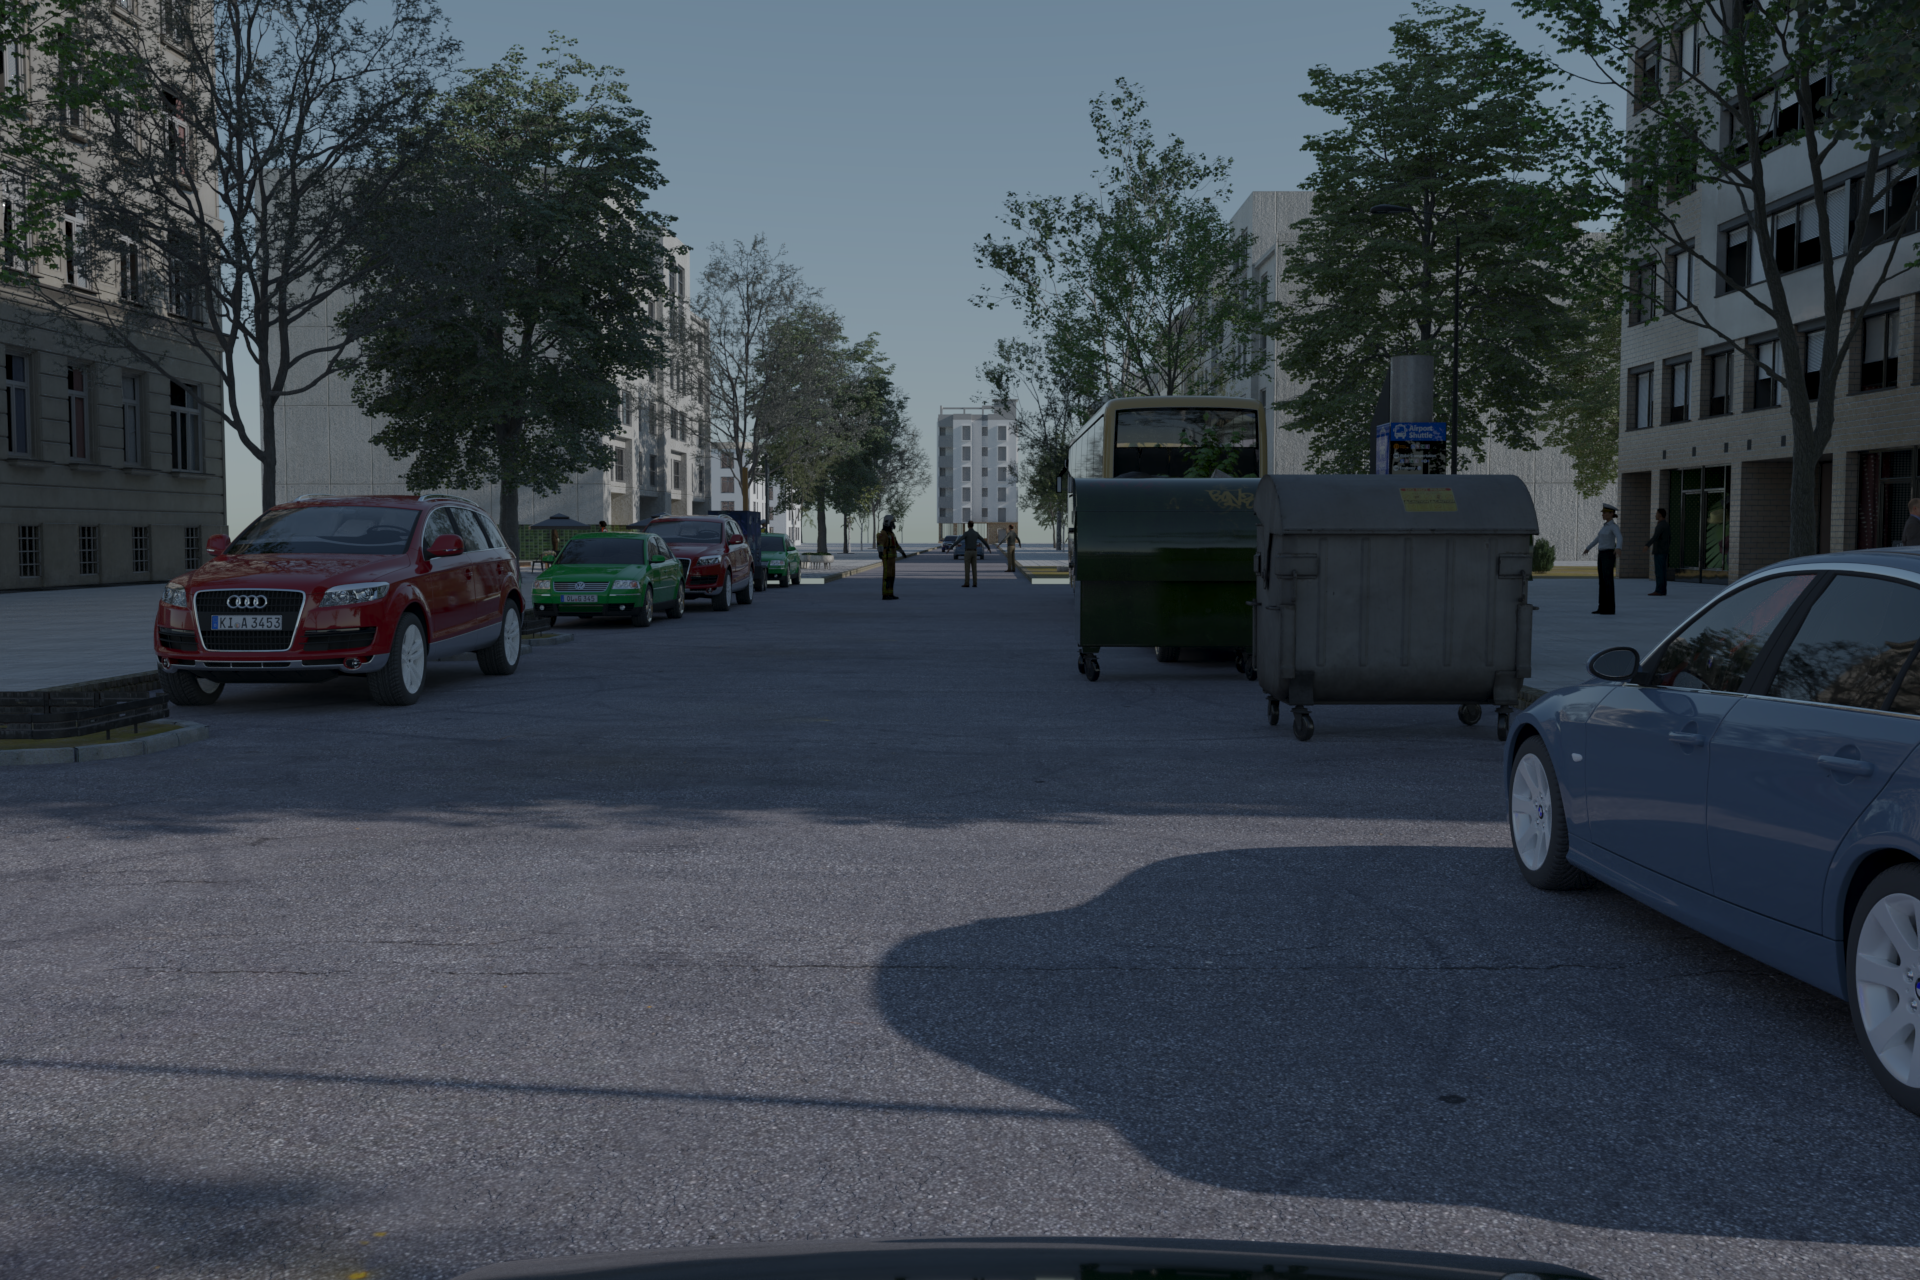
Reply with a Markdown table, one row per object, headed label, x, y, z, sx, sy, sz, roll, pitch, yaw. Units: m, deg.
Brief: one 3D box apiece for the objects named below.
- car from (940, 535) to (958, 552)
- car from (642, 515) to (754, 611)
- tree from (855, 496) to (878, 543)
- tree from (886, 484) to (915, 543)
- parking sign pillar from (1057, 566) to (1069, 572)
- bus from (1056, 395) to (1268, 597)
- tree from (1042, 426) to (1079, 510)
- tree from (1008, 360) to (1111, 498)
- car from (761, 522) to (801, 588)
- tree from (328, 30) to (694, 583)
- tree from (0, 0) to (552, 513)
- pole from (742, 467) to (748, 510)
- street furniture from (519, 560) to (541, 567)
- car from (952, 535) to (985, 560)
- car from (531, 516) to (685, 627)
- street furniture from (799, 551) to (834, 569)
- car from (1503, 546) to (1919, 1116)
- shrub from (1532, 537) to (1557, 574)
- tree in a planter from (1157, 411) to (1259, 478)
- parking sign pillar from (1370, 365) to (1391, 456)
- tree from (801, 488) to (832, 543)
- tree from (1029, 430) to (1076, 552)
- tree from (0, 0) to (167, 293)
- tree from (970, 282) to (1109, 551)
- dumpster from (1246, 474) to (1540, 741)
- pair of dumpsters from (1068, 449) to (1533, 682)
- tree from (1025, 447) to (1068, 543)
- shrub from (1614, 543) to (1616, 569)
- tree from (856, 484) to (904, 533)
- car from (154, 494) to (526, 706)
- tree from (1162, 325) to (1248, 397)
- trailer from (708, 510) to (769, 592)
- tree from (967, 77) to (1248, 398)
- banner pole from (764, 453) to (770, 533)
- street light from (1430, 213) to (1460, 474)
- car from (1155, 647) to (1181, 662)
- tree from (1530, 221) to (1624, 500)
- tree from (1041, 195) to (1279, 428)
| label | x | y | z | sx | sy | sz | roll | pitch | yaw |
| --- | --- | --- | --- | --- | --- | --- | --- | --- | --- |
| car | -0.579 | -7.598 | 136.804 | 1.945 | 1.354 | 3.894 | 0 | 4 | 0 |
| car | -5.275 | -1.540 | 33.847 | 2.281 | 1.827 | 5.304 | 0 | 4 | 1 |
| tree | -12.927 | -18.173 | 247.497 | 4.360 | 8.622 | 3.978 | 0 | 3 | 0 |
| tree | -8.523 | -18.171 | 247.454 | 4.737 | 8.622 | 4.395 | 0 | 3 | 0 |
| parking sign pillar | 4.021 | -4.308 | 58.909 | 1.447 | 3.967 | 1.447 | 0 | 4 | 2 |
| bus | 3.522 | -2.511 | 32.599 | 2.896 | 3.916 | 12.252 | 0 | 4 | 1 |
| tree | 7.502 | -10.074 | 115.067 | 4.737 | 8.622 | 4.395 | 0 | 3 | 0 |
| tree | 7.002 | -9.625 | 91.783 | 8.767 | 10.594 | 7.601 | -2 | 4 | -32 |
| car | -5.433 | -2.382 | 47.743 | 1.959 | 1.807 | 4.718 | 0 | 4 | 1 |
| tree | -11.851 | -8.450 | 44.813 | 9.857 | 13.997 | 8.962 | 0 | 3 | 0 |
| tree | -12.415 | -7.352 | 30.580 | 12.009 | 13.543 | 11.850 | 0 | 3 | 0 |
| pole | -6.557 | -3.618 | 52.992 | 0.158 | 3.312 | 0.155 | 0 | 3 | 0 |
| street furniture | -21.901 | -3.655 | 66.609 | 9.812 | 1.723 | 11.010 | 1 | 4 | 19 |
| car | 0.512 | -5.294 | 98.556 | 2.014 | 1.417 | 4.499 | 0 | 4 | 1 |
| car | -5.630 | -1.179 | 28.066 | 1.959 | 1.807 | 4.718 | 0 | 4 | 1 |
| street furniture | -8.489 | -3.054 | 65.562 | 5.734 | 0.657 | 10.072 | -2 | 4 | -25 |
| car | 3.183 | 0.397 | 5.519 | 2.014 | 1.417 | 4.499 | 0 | 4 | 0 |
| shrub | 18.848 | -2.755 | 56.169 | 1.383 | 1.207 | 1.383 | 0 | 3 | 0 |
| tree in a planter | 3.622 | -1.706 | 25.122 | 1.991 | 3.239 | 1.994 | 0 | 4 | 0 |
| parking sign pillar | 7.064 | -2.442 | 28.402 | 1.447 | 3.967 | 1.447 | 0 | 4 | 1 |
| tree | -22.569 | -20.450 | 244.720 | 12.009 | 13.543 | 11.850 | 0 | 3 | 0 |
| tree | 7.196 | -10.525 | 122.444 | 4.737 | 8.622 | 4.395 | 0 | 3 | 0 |
| tree | -12.367 | -5.674 | 18.522 | 9.928 | 11.665 | 9.643 | 0 | 3 | 0 |
| tree | 7.128 | -16.950 | 133.021 | 12.611 | 20.169 | 13.585 | 0 | 3 | 0 |
| dumpster | 3.063 | -0.259 | 12.443 | 1.865 | 1.857 | 1.264 | 0 | 4 | -1 |
| pair of dumpsters | 3.299 | -0.753 | 17.261 | 4.436 | 2.255 | 1.574 | 0 | 4 | 1 |
| tree | 14.052 | -20.472 | 241.364 | 9.857 | 13.997 | 8.962 | 0 | 3 | 0 |
| shrub | 24.224 | -3.204 | 63.495 | 1.383 | 1.207 | 1.383 | 0 | 3 | 0 |
| tree | -11.139 | -18.730 | 240.652 | 7.601 | 10.594 | 8.767 | 0 | 4 | 1 |
| car | -5.567 | -0.457 | 16.138 | 2.281 | 1.827 | 5.304 | 0 | 4 | 0 |
| tree | 8.828 | -6.758 | 60.851 | 4.360 | 8.622 | 3.978 | 0 | 3 | 0 |
| trailer | -5.608 | -2.176 | 42.623 | 1.471 | 1.999 | 3.904 | 0 | 4 | 1 |
| tree | 6.367 | -13.392 | 74.845 | 12.611 | 20.169 | 13.585 | 0 | 3 | 0 |
| banner pole | -5.990 | -3.910 | 53.945 | 0.401 | 3.779 | 0.863 | 0 | 4 | 3 |
| street light | 7.562 | -3.181 | 24.554 | 1.470 | 5.913 | 1.316 | 0 | 4 | 1 |
| car | 3.085 | -0.731 | 20.747 | 1.959 | 1.807 | 4.718 | 0 | 4 | 0 |
| tree | 24.067 | -8.828 | 62.468 | 7.486 | 12.596 | 7.792 | 0 | 3 | 0 |
| tree | 6.107 | -7.796 | 53.219 | 9.928 | 11.665 | 9.643 | 0 | 3 | 0 |
